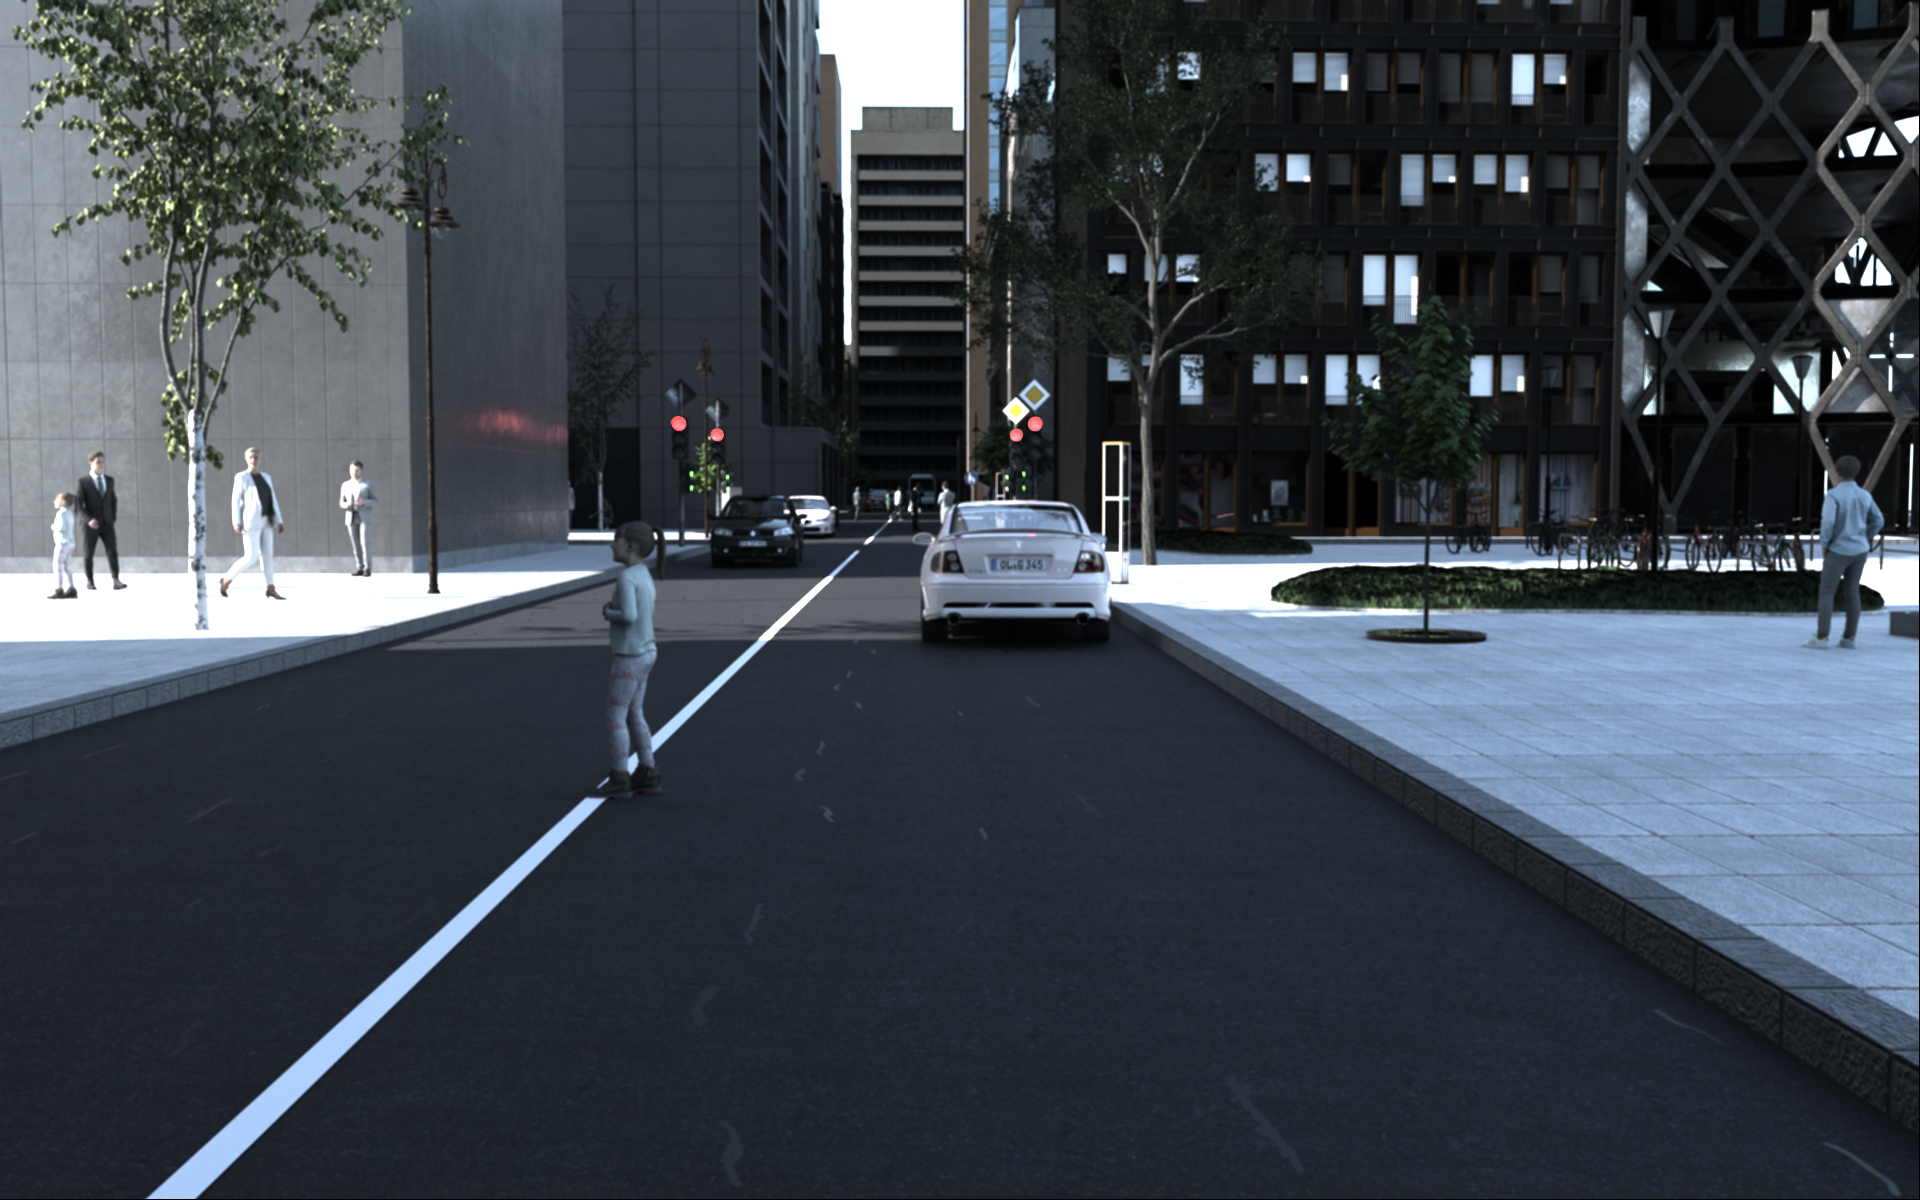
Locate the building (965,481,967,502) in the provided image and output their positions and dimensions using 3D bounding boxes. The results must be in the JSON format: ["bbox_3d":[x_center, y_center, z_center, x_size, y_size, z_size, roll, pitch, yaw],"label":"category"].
[{"bbox_3d":[7.353,-23.913,162.685,14.160,30.474,14.107,0,4,-1],"label":"building"}]

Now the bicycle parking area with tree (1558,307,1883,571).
[{"bbox_3d":[13.378,-2.412,26.446,8.231,4.147,9.016,1,4,23],"label":"bicycle parking area with tree"}]

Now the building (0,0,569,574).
[{"bbox_3d":[-23.854,-13.128,33.712,30.058,24.678,14.314,0,4,-1],"label":"building"}]

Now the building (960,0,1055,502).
[{"bbox_3d":[7.339,-29.543,133.140,14.600,45.320,14.200,0,4,-1],"label":"building"}]

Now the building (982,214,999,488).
[{"bbox_3d":[7.411,-17.066,115.179,11.583,22.565,21.152,0,4,-1],"label":"building"}]

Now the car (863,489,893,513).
[{"bbox_3d":[-6.246,-7.549,132.091,2.281,1.827,5.304,0,4,-1],"label":"car"}]

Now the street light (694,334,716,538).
[{"bbox_3d":[-7.374,-4.741,50.308,0.468,5.910,1.993,0,4,-1],"label":"street light"}]

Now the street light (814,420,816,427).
[{"bbox_3d":[-8.835,-8.140,105.872,0.468,5.910,1.993,0,4,-1],"label":"street light"}]

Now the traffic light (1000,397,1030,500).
[{"bbox_3d":[1.603,-3.754,50.296,0.839,4.253,0.868,0,4,-1],"label":"traffic light"}]

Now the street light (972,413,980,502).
[{"bbox_3d":[0.897,-7.601,97.058,0.468,5.910,1.993,0,4,-1],"label":"street light"}]

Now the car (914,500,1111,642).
[{"bbox_3d":[0.541,-0.356,18.176,2.083,1.381,4.827,0,3,0],"label":"car"}]

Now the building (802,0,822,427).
[{"bbox_3d":[-25.080,-33.549,137.763,28.713,52.752,27.495,0,4,-1],"label":"building"}]

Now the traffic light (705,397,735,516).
[{"bbox_3d":[-6.955,-3.740,50.074,0.839,4.253,0.868,0,4,-1],"label":"traffic light"}]

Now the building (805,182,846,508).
[{"bbox_3d":[-17.892,-23.711,159.384,14.160,30.474,14.107,0,4,-1],"label":"building"}]

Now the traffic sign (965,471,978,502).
[{"bbox_3d":[0.638,-5.853,95.799,0.768,2.556,0.104,0,4,2],"label":"traffic sign"}]

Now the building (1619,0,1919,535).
[{"bbox_3d":[27.978,-11.777,60.001,16.811,18.784,16.820,0,4,-1],"label":"building"}]

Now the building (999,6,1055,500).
[{"bbox_3d":[8.595,-16.911,94.512,12.078,24.808,19.932,0,4,-1],"label":"building"}]

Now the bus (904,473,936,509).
[{"bbox_3d":[-3.877,-10.688,169.605,2.948,3.499,13.247,0,4,-3],"label":"bus"}]

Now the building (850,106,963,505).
[{"bbox_3d":[-2.977,-36.468,219.957,21.600,48.544,21.300,0,4,-1],"label":"building"}]

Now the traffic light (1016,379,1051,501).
[{"bbox_3d":[1.796,-3.266,42.313,0.839,4.253,0.868,0,4,-1],"label":"traffic light"}]

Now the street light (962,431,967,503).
[{"bbox_3d":[0.298,-9.315,125.082,0.468,5.910,1.993,0,4,-1],"label":"street light"}]

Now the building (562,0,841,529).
[{"bbox_3d":[-15.531,-38.712,71.195,20.563,71.187,20.611,0,4,-1],"label":"building"}]

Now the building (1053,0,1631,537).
[{"bbox_3d":[11.459,-13.876,56.555,15.834,23.373,12.332,0,4,-1],"label":"building"}]

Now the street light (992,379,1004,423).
[{"bbox_3d":[1.513,-5.924,69.640,0.468,5.910,1.993,0,4,-1],"label":"street light"}]

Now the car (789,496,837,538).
[{"bbox_3d":[-5.124,-2.780,57.819,2.083,1.381,4.827,0,4,-3],"label":"car"}]

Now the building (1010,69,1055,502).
[{"bbox_3d":[7.864,-13.548,76.264,10.420,20.320,16.860,0,4,-1],"label":"building"}]

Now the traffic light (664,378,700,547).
[{"bbox_3d":[-6.763,-3.252,42.092,0.839,4.253,0.868,0,4,-1],"label":"traffic light"}]

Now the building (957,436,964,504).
[{"bbox_3d":[11.201,-53.267,183.585,22.319,86.520,31.000,0,4,-1],"label":"building"}]

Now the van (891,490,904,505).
[{"bbox_3d":[-7.380,-11.595,196.585,2.013,2.044,4.112,0,4,-1],"label":"van"}]

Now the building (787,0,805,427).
[{"bbox_3d":[-20.864,-34.362,103.814,21.231,58.520,28.212,0,4,-1],"label":"building"}]

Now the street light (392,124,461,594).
[{"bbox_3d":[-6.785,-3.019,22.147,0.468,5.910,1.993,0,4,-1],"label":"street light"}]

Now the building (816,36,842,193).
[{"bbox_3d":[-18.962,-32.021,173.660,14.600,45.320,14.200,0,4,-1],"label":"building"}]

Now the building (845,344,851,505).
[{"bbox_3d":[-28.301,-23.151,223.556,28.899,21.520,27.650,0,4,-1],"label":"building"}]

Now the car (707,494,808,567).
[{"bbox_3d":[-4.093,-1.558,35.254,2.009,1.686,4.222,0,4,-3],"label":"car"}]
